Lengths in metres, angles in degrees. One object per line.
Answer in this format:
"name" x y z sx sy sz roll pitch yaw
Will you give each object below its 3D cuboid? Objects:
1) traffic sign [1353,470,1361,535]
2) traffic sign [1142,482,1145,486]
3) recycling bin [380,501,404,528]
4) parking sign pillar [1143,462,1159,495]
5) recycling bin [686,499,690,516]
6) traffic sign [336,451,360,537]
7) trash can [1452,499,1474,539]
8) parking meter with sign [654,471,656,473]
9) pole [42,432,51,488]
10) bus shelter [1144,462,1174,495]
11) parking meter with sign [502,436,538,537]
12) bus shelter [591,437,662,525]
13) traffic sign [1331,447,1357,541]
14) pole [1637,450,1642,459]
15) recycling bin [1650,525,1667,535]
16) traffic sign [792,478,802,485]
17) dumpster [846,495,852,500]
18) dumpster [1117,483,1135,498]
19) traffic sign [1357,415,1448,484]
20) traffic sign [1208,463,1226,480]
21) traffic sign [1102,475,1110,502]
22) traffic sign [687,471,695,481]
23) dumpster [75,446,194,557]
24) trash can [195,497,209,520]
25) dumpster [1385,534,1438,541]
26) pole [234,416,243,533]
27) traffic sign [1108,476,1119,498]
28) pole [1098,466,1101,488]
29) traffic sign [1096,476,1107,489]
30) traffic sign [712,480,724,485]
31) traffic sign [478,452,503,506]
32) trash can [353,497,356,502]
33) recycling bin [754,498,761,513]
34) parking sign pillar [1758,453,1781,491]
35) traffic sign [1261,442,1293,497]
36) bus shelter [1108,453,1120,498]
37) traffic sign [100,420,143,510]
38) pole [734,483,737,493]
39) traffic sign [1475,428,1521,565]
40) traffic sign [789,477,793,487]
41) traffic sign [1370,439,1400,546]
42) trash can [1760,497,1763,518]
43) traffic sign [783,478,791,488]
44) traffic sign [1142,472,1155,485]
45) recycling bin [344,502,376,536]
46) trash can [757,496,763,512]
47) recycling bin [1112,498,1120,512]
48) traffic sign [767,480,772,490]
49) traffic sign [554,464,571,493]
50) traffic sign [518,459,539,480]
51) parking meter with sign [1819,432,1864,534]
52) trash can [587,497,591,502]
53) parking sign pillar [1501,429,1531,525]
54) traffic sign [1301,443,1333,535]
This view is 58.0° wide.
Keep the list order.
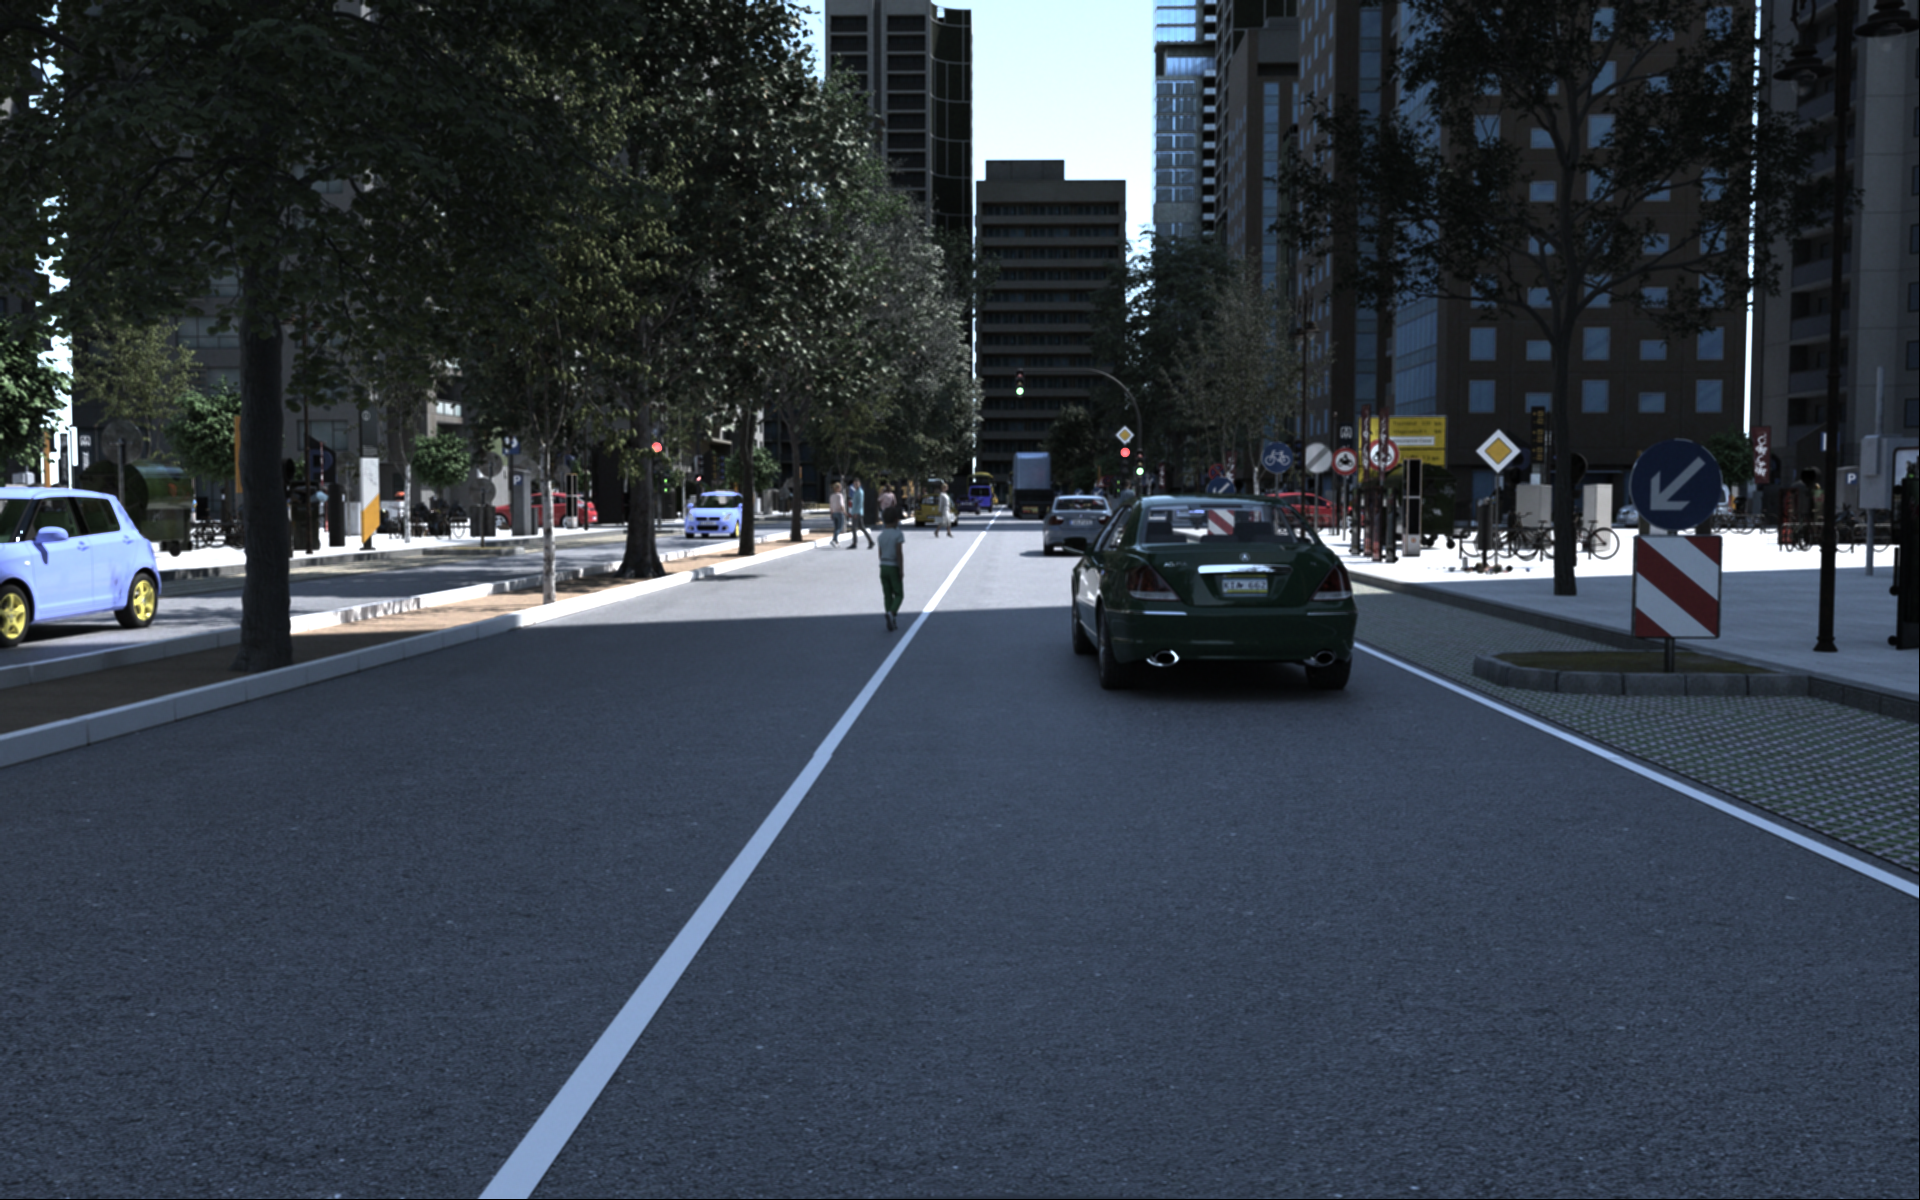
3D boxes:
"traffic sign" 12.457 -3.291 53.917 0.768 2.556 0.104 0 4 3
"traffic sign" 13.088 -7.409 121.244 0.768 2.556 0.104 0 4 2
"recycling bin" -20.793 -3.116 63.505 0.722 1.027 0.722 0 4 -4
"parking sign pillar" 14.970 -9.001 135.632 1.447 3.967 1.447 3 5 44
"recycling bin" -17.575 -6.189 113.745 0.722 1.027 0.722 -1 4 -11
"traffic sign" -18.288 -3.159 51.760 0.768 2.556 0.104 0 4 5
"trash can" 14.399 -2.337 49.859 0.748 1.137 0.748 0 3 0
"parking meter with sign" -26.267 -9.154 145.930 0.543 3.016 1.738 0 4 4
"pole" -29.934 -3.851 56.803 0.158 3.312 0.155 0 3 0
"bus shelter" 12.936 -7.202 111.678 2.014 3.302 5.546 0 4 2
"parking meter with sign" -13.406 -3.470 52.992 0.543 3.016 1.738 0 4 6
"bus shelter" -14.322 -5.099 74.646 1.731 3.624 6.357 0 4 2
"traffic sign" 10.458 -2.873 47.072 0.768 2.556 0.104 0 4 8
"pole" 31.660 -5.318 80.798 0.158 3.312 0.155 0 3 0
"recycling bin" 20.499 -2.319 50.462 0.722 1.027 0.722 1 4 22
"traffic sign" -11.739 -7.621 124.717 0.768 2.556 0.104 0 4 4
"dumpster" -8.764 -7.800 135.751 1.865 1.857 1.264 0 4 3
"dumpster" 12.023 -7.427 123.926 1.502 2.255 1.985 0 4 2
"traffic sign" 11.450 -3.123 44.941 2.265 3.308 0.079 1 4 9
"traffic sign" 10.632 -4.370 71.550 0.768 2.556 0.104 0 4 5
"traffic sign" 9.923 -7.113 116.398 0.768 2.556 0.104 1 4 10
"traffic sign" -15.001 -5.948 97.348 0.768 2.556 0.104 0 4 7
"dumpster" -16.493 -1.965 34.616 1.502 2.255 1.985 0 4 2
"trash can" -37.253 -4.487 85.023 0.748 1.137 0.748 0 3 0
"dumpster" 12.566 -2.813 48.481 1.502 2.255 1.985 0 4 2
"pole" -18.893 -3.152 45.381 0.158 3.312 0.155 0 3 0
"traffic sign" 10.196 -6.994 114.461 0.768 2.556 0.104 1 4 11
"pole" 10.089 -8.047 125.405 0.158 3.312 0.155 0 3 0
"traffic sign" 10.100 -7.514 122.859 0.884 2.594 0.081 1 4 10
"traffic sign" -13.879 -6.059 99.172 0.768 2.556 0.104 1 4 10
"traffic sign" -14.109 -3.175 52.017 0.768 2.556 0.104 0 4 6
"trash can" -28.069 -4.141 79.366 0.748 1.137 0.748 0 3 0
"recycling bin" -13.633 -6.256 114.845 0.722 1.027 0.722 1 4 15
"parking sign pillar" 44.288 -6.502 94.775 1.447 3.967 1.447 -1 4 -14
"traffic sign" 7.751 -2.585 42.370 0.768 2.556 0.104 0 4 5
"bus shelter" 12.764 -9.957 140.430 2.179 5.291 8.768 0 4 2
"traffic sign" -14.396 -1.812 29.738 0.768 2.556 0.104 0 4 5
"pole" -14.936 -7.433 115.378 0.158 3.312 0.155 0 3 0
"traffic sign" 9.472 -1.796 30.544 0.795 2.450 0.064 0 4 6
"traffic sign" -12.203 -7.761 127.004 0.768 2.556 0.104 0 4 7
"traffic sign" 9.606 -2.408 39.470 0.768 2.556 0.104 0 4 6
"trash can" 35.040 -3.874 74.994 0.748 1.137 0.748 0 3 0
"traffic sign" -13.901 -8.542 139.668 0.884 2.594 0.081 0 4 3
"traffic sign" 10.714 -6.022 98.561 0.768 2.556 0.104 1 4 9
"recycling bin" -18.492 -2.493 53.318 0.722 1.027 0.722 2 4 32
"trash can" -13.969 -6.761 122.202 0.748 1.137 0.748 0 3 0
"recycling bin" 10.058 -5.884 108.764 0.722 1.027 0.722 -3 4 -36
"traffic sign" -14.045 -7.610 126.554 0.606 2.300 0.079 0 4 5
"traffic sign" -17.011 -4.523 74.049 0.768 2.556 0.104 0 4 5
"traffic sign" -15.604 -3.824 62.632 0.768 2.556 0.104 0 4 5
"parking meter with sign" 24.476 -3.161 47.948 0.543 3.016 1.738 0 4 -3
"trash can" -20.332 -4.953 92.636 0.748 1.137 0.748 0 3 0
"parking sign pillar" 23.127 -5.074 71.439 1.447 3.967 1.447 3 4 36
"traffic sign" 8.872 -2.629 43.087 0.768 2.556 0.104 0 4 7
